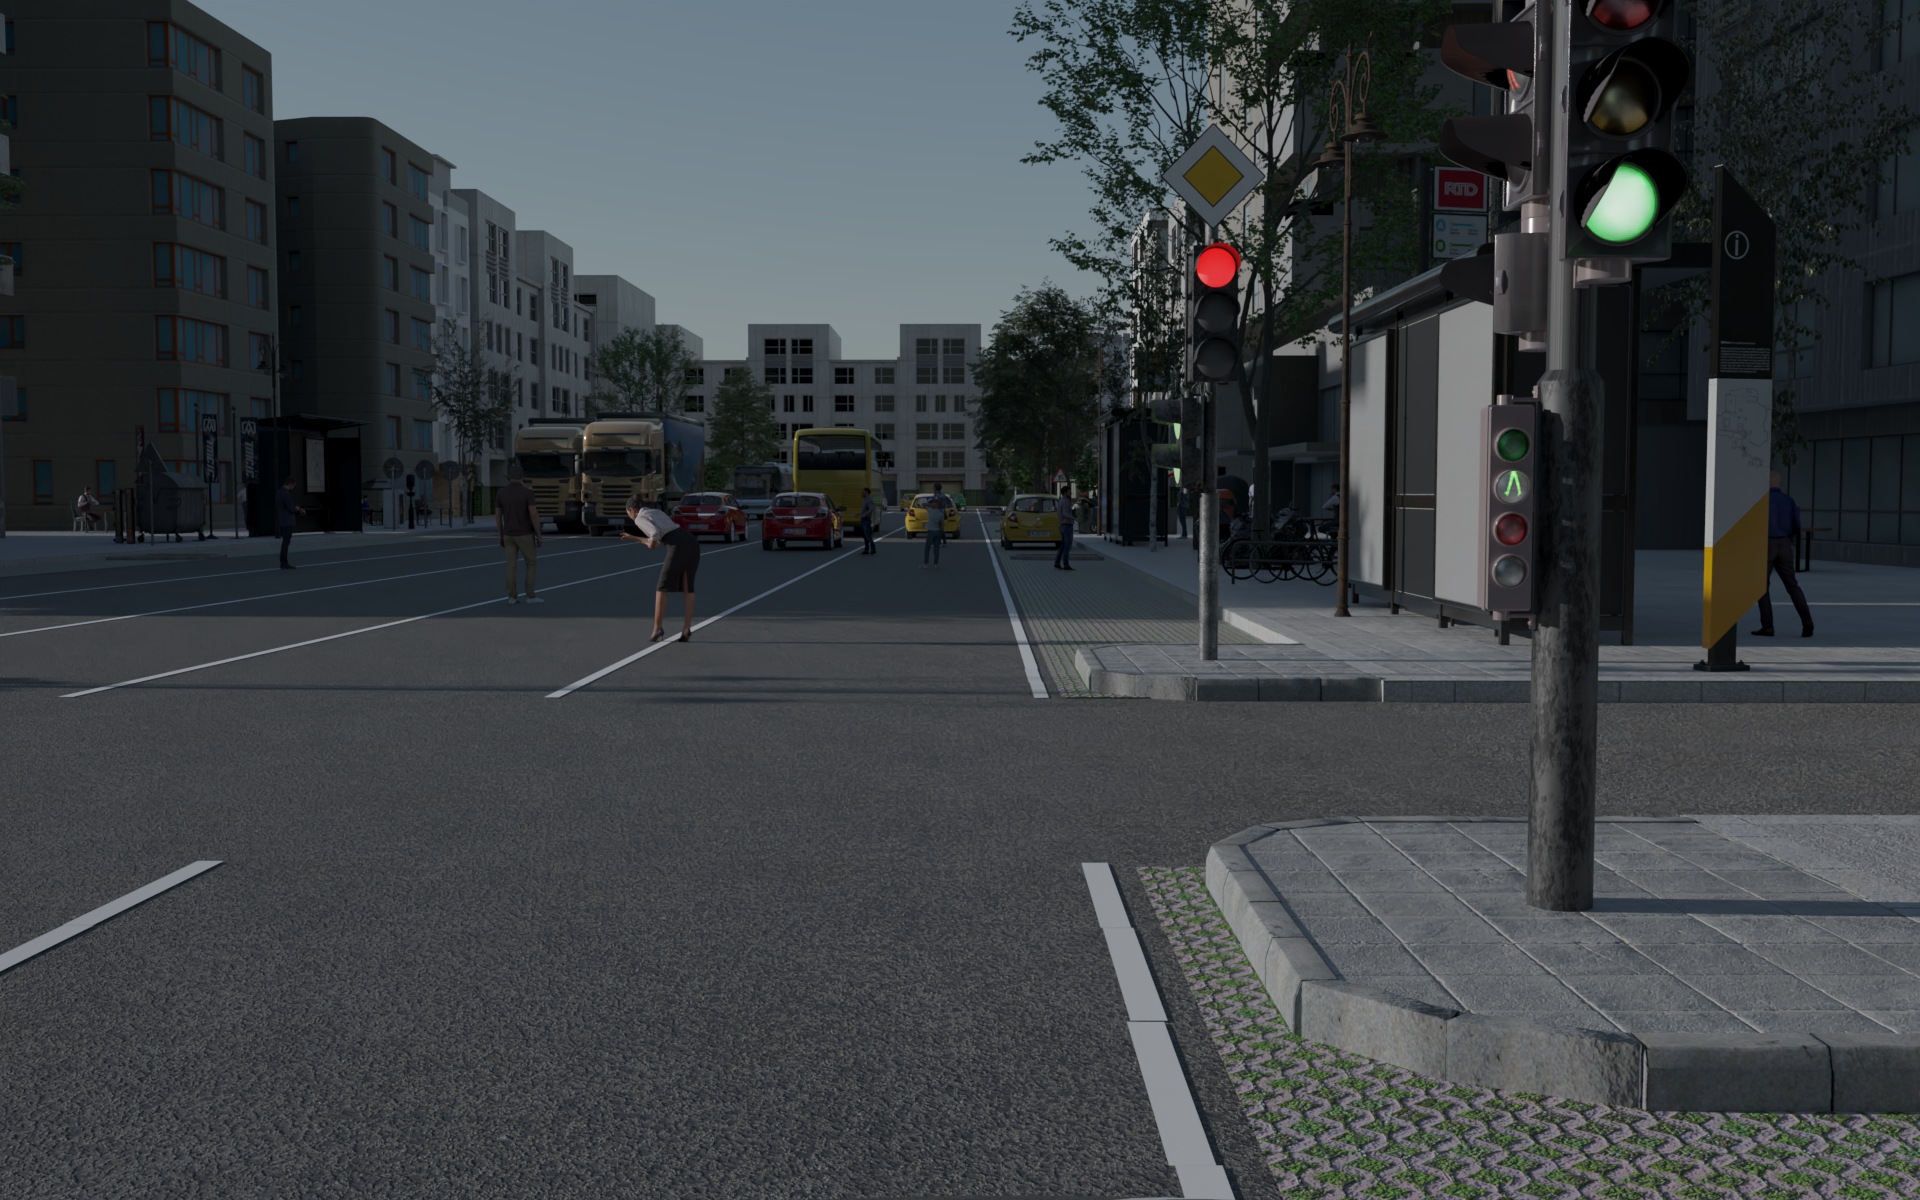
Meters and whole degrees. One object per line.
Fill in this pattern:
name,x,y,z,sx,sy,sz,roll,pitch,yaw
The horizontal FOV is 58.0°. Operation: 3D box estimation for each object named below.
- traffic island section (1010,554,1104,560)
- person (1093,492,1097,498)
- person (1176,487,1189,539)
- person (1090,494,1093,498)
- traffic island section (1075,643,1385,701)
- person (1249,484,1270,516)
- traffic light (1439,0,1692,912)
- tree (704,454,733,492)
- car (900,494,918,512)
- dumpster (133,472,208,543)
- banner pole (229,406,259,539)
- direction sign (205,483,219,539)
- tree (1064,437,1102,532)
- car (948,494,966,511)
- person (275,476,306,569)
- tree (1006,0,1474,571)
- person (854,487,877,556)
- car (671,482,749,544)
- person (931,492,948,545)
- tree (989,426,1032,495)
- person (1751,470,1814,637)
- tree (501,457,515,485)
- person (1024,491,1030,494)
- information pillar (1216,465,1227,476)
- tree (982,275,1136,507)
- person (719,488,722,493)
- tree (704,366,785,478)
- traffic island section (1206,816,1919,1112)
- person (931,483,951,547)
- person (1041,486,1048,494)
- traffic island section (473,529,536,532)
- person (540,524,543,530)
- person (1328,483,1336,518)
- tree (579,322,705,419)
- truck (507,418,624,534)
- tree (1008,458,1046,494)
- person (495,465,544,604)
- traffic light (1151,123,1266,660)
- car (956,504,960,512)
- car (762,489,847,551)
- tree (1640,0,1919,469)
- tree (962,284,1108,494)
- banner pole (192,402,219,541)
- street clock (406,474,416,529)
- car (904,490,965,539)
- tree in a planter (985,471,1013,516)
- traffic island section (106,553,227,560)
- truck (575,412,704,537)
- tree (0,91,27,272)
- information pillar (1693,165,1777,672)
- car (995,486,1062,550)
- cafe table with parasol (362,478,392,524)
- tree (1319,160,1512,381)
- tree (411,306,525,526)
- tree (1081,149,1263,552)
traffic island section,2.107,-0.932,38.098,1.991,0.108,1.994,0,4,0
person,11.107,-8.332,142.295,0.705,1.821,1.348,1,4,17
person,6.374,-2.608,49.414,0.376,1.734,0.841,1,4,14
person,12.184,-9.278,157.874,0.705,1.807,1.348,2,4,23
traffic island section,1.944,0.542,13.419,2.009,0.180,2.903,0,4,0
person,9.082,-2.840,52.343,0.599,1.838,0.709,-3,5,-41
traffic light,-0.244,-1.867,5.194,4.771,5.953,1.251,0,4,0
tree,-20.032,-9.626,141.103,4.285,4.588,4.351,0,3,0
car,-3.978,-8.075,142.243,2.015,1.641,3.980,0,4,1
dumpster,-21.019,-2.469,46.130,1.264,1.857,1.865,0,4,0
banner pole,-20.412,-3.630,49.376,0.863,3.779,0.401,-2,4,-29
direction sign,-21.345,-3.503,49.273,0.379,3.537,0.876,0,4,-5
tree,4.403,-3.942,59.049,1.663,3.219,1.824,0,3,0
car,-0.432,-8.262,143.880,1.959,1.807,4.718,0,4,-1
person,-12.806,-1.481,33.170,0.568,1.767,0.683,-3,5,-43
tree,4.945,-6.320,29.086,9.928,11.665,9.643,0,3,0
person,-2.192,-1.824,40.278,0.435,1.587,0.963,-1,4,-20
car,-7.426,-2.605,51.625,2.155,1.783,4.494,0,4,1
person,-0.585,-2.339,49.010,0.482,1.546,0.388,0,4,-7
tree,4.876,-12.679,157.660,4.737,8.622,4.395,0,3,0
person,7.403,-0.425,15.682,0.574,1.496,0.600,1,4,18
tree,-19.540,-5.103,78.030,1.663,3.219,1.824,0,3,0
person,5.944,-8.923,151.892,0.705,1.831,1.348,-3,4,-37
information pillar,6.640,-2.445,44.463,0.304,2.012,0.304,-1,4,-21
tree,4.424,-8.571,74.542,7.601,10.594,8.767,0,4,-4
person,-16.339,-6.712,118.230,0.705,1.826,1.348,-1,4,-19
tree,-19.376,-14.386,153.337,7.486,12.596,7.792,0,3,0
traffic island section,1.888,1.030,5.434,2.009,0.180,2.903,0,4,0
person,-0.557,-2.310,46.988,0.376,1.734,0.841,2,4,34
person,6.243,-7.524,128.698,1.348,1.869,0.705,2,4,23
traffic island section,-17.165,-2.610,65.536,1.991,0.108,1.994,0,4,0
person,-16.484,-3.591,67.882,0.551,1.740,0.621,-1,4,-9
person,10.140,-2.382,47.051,0.319,1.574,0.516,2,4,25
tree,-19.315,-10.976,105.210,9.928,11.665,9.643,0,3,0
truck,-14.625,-4.708,65.890,2.839,4.237,11.283,0,4,0
tree,5.282,-9.447,138.169,4.285,4.588,4.351,0,3,0
person,-5.758,-0.860,22.689,0.598,1.807,0.434,1,4,19
traffic light,1.904,-1.491,13.306,0.839,4.253,0.868,0,4,0
car,-0.964,-4.071,79.138,1.945,1.354,3.894,0,4,-2
car,-4.087,-2.227,45.445,2.155,1.783,4.494,0,4,1
tree,9.701,-4.331,21.169,4.360,8.622,3.978,0,3,0
tree,4.897,-12.241,106.800,9.857,13.997,8.962,0,3,0
banner pole,-20.685,-3.515,47.491,0.401,3.779,0.863,2,4,33
street clock,-20.041,-3.587,63.218,0.358,2.002,0.471,0,4,-6
car,-0.846,-2.817,56.279,2.015,1.641,3.980,0,4,1
tree in a planter,2.653,-7.213,115.153,1.991,3.239,1.994,0,4,0
traffic island section,-17.365,-0.938,38.211,1.991,0.108,1.994,0,4,0
truck,-11.176,-4.438,61.482,2.839,4.237,11.283,0,4,1
tree,-19.990,-6.811,29.491,7.486,12.596,7.792,0,3,0
information pillar,5.617,-1.294,12.506,0.504,3.616,0.183,-1,4,-15
car,1.949,-2.149,45.363,2.015,1.641,3.980,0,4,-1
cafe table with parasol,-24.860,-4.223,73.905,2.610,1.966,2.610,0,4,3
tree,9.913,-5.283,36.737,4.360,8.622,3.978,0,3,0
tree,-19.530,-7.253,68.947,4.360,8.622,3.978,0,3,0
tree,4.457,-5.372,38.191,4.360,8.622,3.978,0,3,0
